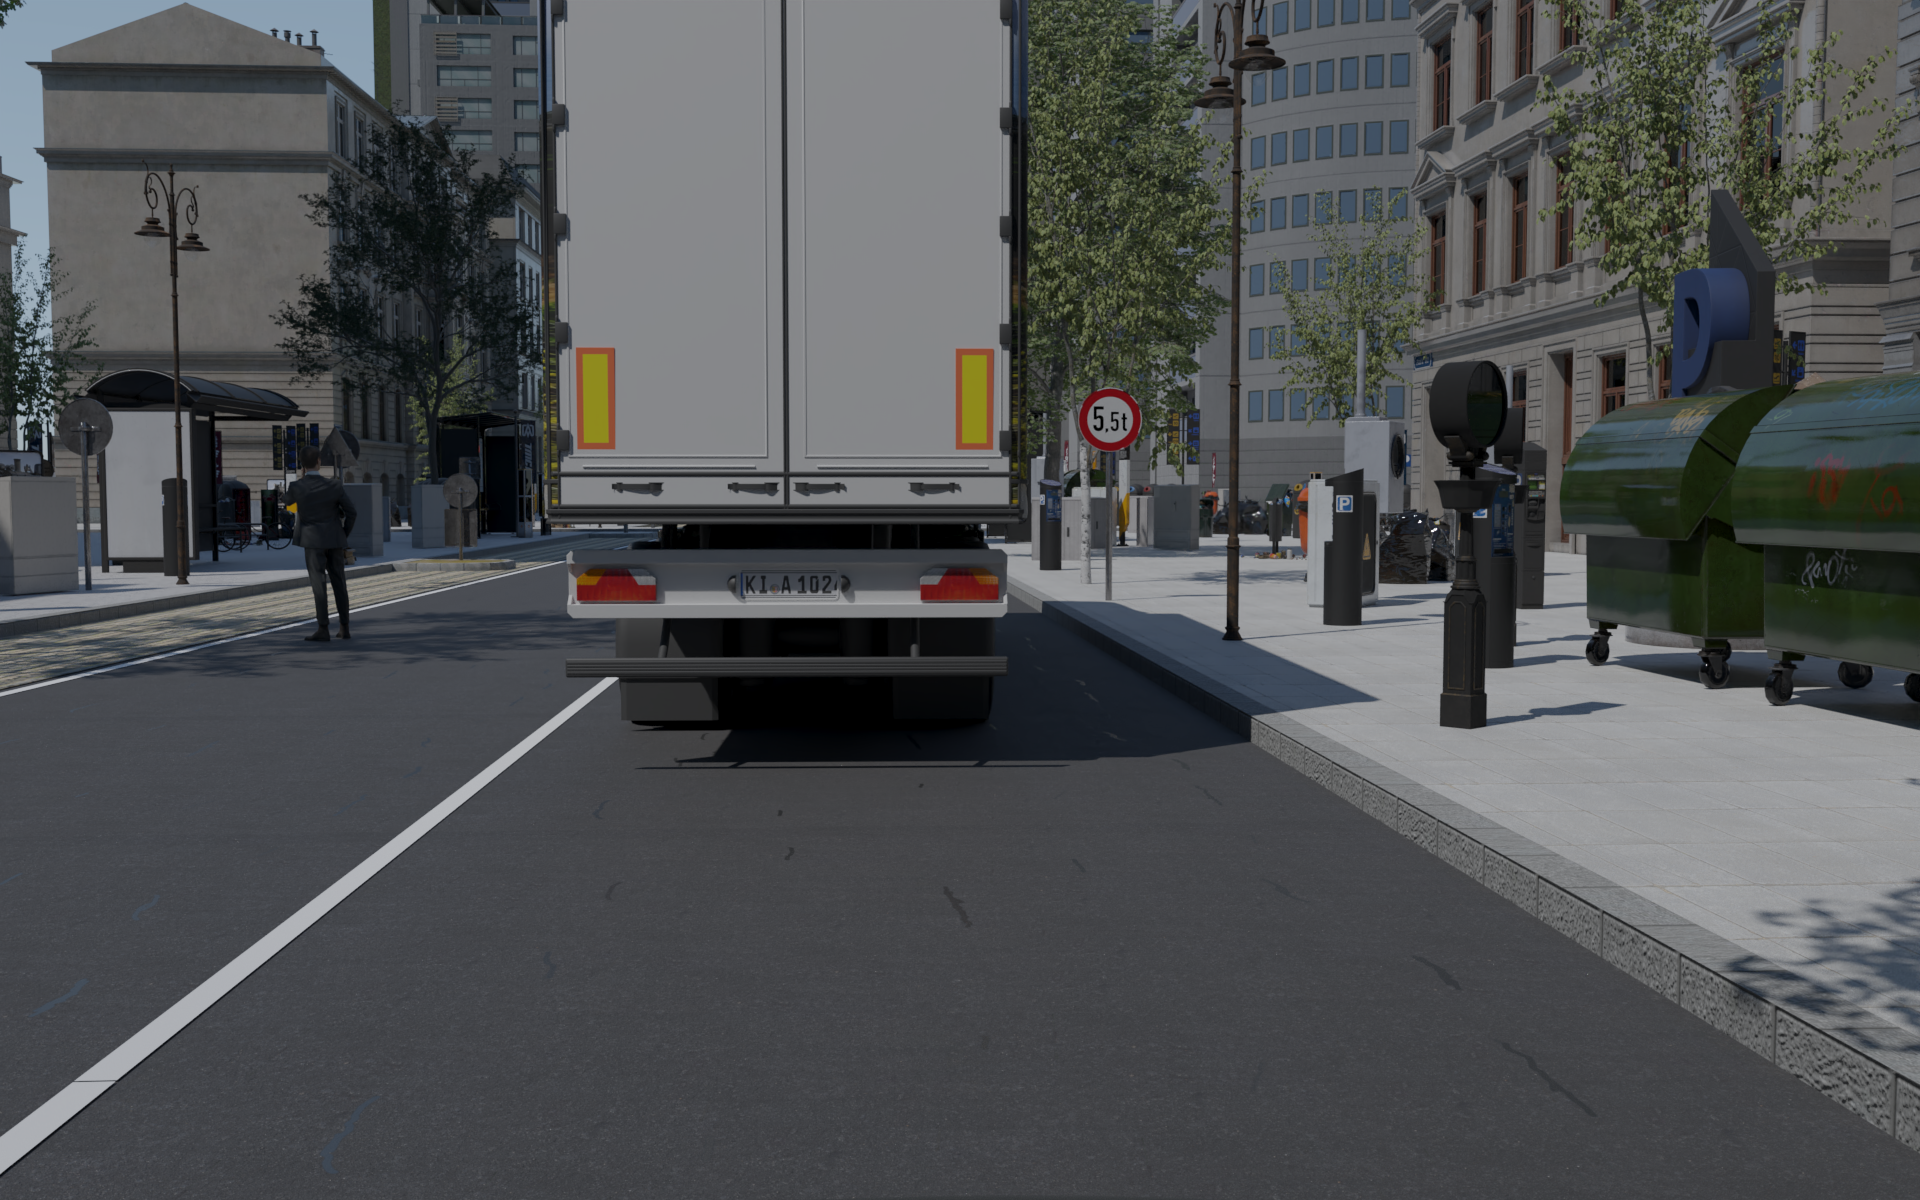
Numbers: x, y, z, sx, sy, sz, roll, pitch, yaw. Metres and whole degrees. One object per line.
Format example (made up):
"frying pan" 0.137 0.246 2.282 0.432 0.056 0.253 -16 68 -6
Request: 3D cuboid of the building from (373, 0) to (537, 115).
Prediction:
"building" -41.973 -38.162 165.956 21.231 58.520 28.212 0 4 -4

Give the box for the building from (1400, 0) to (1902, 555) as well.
"building" 17.986 -12.305 37.348 11.583 22.565 21.152 0 4 -4

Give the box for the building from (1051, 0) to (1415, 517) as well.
"building" 16.986 -35.508 122.560 21.231 58.520 28.212 0 4 -4

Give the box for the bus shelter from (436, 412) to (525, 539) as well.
"bus shelter" -14.420 -3.744 52.489 1.731 3.624 6.357 0 4 -3

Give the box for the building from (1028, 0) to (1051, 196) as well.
"building" 14.555 -33.152 165.737 21.300 48.544 21.600 0 4 -4

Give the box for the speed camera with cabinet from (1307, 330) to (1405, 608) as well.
"speed camera with cabinet" 4.663 -1.585 20.249 0.660 3.252 2.038 2 4 29

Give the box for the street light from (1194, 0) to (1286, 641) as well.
"street light" 2.394 -2.585 15.046 0.468 5.910 1.993 0 4 -4

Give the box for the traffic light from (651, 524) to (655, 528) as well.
"traffic light" -11.587 -4.675 65.350 0.839 4.253 0.868 0 4 -4

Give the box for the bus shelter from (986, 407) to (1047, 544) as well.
"bus shelter" 1.464 -3.445 47.607 1.731 3.624 6.357 0 4 -4

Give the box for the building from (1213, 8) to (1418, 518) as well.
"building" 25.274 -33.383 87.818 28.212 58.520 21.231 0 4 -4

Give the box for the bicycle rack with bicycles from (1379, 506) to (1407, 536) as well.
"bicycle rack with bicycles" 13.197 -2.361 51.986 2.925 0.926 2.852 3 5 45

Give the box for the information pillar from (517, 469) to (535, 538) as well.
"information pillar" -12.744 -2.830 50.764 0.304 2.012 0.304 3 4 36

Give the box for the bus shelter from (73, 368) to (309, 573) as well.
"bus shelter" -13.356 -2.243 30.592 2.014 3.302 5.546 0 4 -4

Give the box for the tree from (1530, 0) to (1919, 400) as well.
"tree" 8.573 -4.295 20.579 4.737 8.622 4.395 0 3 0

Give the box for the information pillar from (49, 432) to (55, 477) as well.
"information pillar" -34.245 -4.528 65.382 0.183 3.616 0.504 -1 4 -18

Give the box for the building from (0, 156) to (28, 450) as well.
"building" -57.975 -14.513 79.089 24.055 21.916 13.314 0 4 -4

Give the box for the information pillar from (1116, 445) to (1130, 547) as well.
"information pillar" 4.009 -3.114 42.269 0.183 3.616 0.504 -1 4 -18

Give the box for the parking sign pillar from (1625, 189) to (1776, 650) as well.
"parking sign pillar" 6.504 -1.611 14.807 1.447 3.967 1.447 0 4 7

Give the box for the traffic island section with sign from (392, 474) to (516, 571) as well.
"traffic island section with sign" -9.535 -1.482 32.864 1.989 1.847 2.006 0 4 -4

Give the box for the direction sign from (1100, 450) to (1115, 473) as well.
"direction sign" 6.270 -4.994 73.645 0.876 3.537 0.379 -3 5 -41

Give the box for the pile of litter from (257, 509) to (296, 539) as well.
"pile of litter" -19.370 -2.205 50.024 1.719 0.858 1.176 1 4 13

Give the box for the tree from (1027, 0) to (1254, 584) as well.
"tree" 1.893 -4.518 24.233 4.737 8.622 4.395 0 3 0

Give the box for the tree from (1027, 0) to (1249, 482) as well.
"tree" 2.275 -7.176 35.459 7.486 12.596 7.792 0 3 0

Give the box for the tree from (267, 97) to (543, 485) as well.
"tree" -13.072 -6.576 41.931 8.767 10.594 7.601 3 5 40

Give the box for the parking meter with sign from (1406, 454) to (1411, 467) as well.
"parking meter with sign" 19.517 -4.932 76.896 0.543 3.016 1.738 0 4 1

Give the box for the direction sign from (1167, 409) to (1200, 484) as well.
"direction sign" 5.947 -3.315 46.193 0.876 3.537 0.379 1 4 9

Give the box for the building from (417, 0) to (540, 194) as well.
"building" -36.535 -28.262 145.679 14.154 41.232 14.086 0 4 -4

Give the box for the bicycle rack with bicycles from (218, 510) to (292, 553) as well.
"bicycle rack with bicycles" -16.844 -1.558 38.851 2.925 0.926 2.852 0 4 -2

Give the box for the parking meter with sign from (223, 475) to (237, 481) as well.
"parking meter with sign" -29.775 -4.535 70.412 1.738 3.016 0.543 -1 4 -12

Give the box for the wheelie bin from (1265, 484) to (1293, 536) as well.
"wheelie bin" 9.716 -2.735 52.627 0.693 1.594 0.980 -3 5 -41

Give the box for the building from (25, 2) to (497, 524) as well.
"building" -33.430 -16.655 91.391 14.460 24.649 34.723 0 4 -4

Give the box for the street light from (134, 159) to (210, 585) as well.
"street light" -11.024 -3.156 24.382 0.468 5.910 1.993 0 4 -4

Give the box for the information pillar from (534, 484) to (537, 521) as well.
"information pillar" -20.419 -5.605 82.988 0.183 3.616 0.504 -2 4 -31

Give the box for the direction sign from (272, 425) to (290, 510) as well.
"direction sign" -22.256 -3.983 57.121 0.379 3.537 0.876 2 4 32

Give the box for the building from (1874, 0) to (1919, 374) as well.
"building" 18.936 -10.252 16.779 9.793 20.994 18.267 0 4 -4

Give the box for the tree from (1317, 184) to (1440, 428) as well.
"tree" 9.290 -5.518 40.586 4.737 8.622 4.395 0 3 0

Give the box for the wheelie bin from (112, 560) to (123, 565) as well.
"wheelie bin" -15.062 -1.436 31.389 0.693 1.594 0.980 0 4 4

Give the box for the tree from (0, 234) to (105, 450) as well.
"tree" -27.005 -6.091 49.950 4.737 8.622 4.395 0 3 0

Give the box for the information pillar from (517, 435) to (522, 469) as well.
"information pillar" -16.450 -4.505 65.007 0.504 3.616 0.183 -3 5 -40

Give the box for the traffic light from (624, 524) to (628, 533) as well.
"traffic light" -11.074 -4.187 57.382 0.839 4.253 0.868 0 4 -4

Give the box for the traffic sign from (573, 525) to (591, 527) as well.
"traffic sign" -14.892 -4.540 68.099 2.265 3.308 0.079 0 4 3

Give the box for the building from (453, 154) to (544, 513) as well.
"building" -36.343 -17.786 124.086 16.112 22.955 30.059 0 4 -4

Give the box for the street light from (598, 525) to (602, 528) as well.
"street light" -13.676 -5.678 65.615 0.468 5.910 1.993 0 4 -4

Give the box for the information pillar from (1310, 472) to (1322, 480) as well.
"information pillar" 11.995 -3.298 58.413 0.304 2.012 0.304 -1 4 -17

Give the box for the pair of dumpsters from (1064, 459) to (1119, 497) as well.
"pair of dumpsters" 3.447 -2.839 48.916 1.574 2.255 4.437 0 4 -3

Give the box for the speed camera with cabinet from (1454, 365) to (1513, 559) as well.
"speed camera with cabinet" 8.330 -2.024 27.435 0.660 3.252 2.038 0 4 5

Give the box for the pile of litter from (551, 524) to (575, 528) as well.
"pile of litter" -15.179 -3.161 65.643 1.176 0.858 1.719 -1 4 -12

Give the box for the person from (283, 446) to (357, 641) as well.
"person" -6.280 -0.557 16.976 0.648 1.900 0.474 -3 5 -43

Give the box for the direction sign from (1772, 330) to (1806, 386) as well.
"direction sign" 11.431 -1.962 24.073 0.876 3.537 0.379 -2 4 -31

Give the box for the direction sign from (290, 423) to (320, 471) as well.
"direction sign" -20.837 -3.878 55.409 0.876 3.537 0.379 1 4 21

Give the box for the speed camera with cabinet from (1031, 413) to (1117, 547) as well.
"speed camera with cabinet" 2.794 -2.939 42.388 2.038 3.252 0.660 1 4 23

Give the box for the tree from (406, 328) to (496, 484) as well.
"tree" -22.879 -7.767 77.355 4.737 8.622 4.395 0 3 0

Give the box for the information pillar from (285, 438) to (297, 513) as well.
"information pillar" -27.432 -4.868 70.950 0.504 3.616 0.183 0 4 6

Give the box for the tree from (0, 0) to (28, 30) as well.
"tree" -10.859 -5.338 13.030 9.928 11.665 9.643 0 3 0

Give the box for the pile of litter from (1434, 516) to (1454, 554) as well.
"pile of litter" 9.483 -1.199 33.566 1.176 0.858 1.719 0 4 2

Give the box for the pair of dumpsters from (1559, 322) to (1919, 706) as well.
"pair of dumpsters" 5.434 -0.515 10.913 1.574 2.255 4.437 0 4 -4
